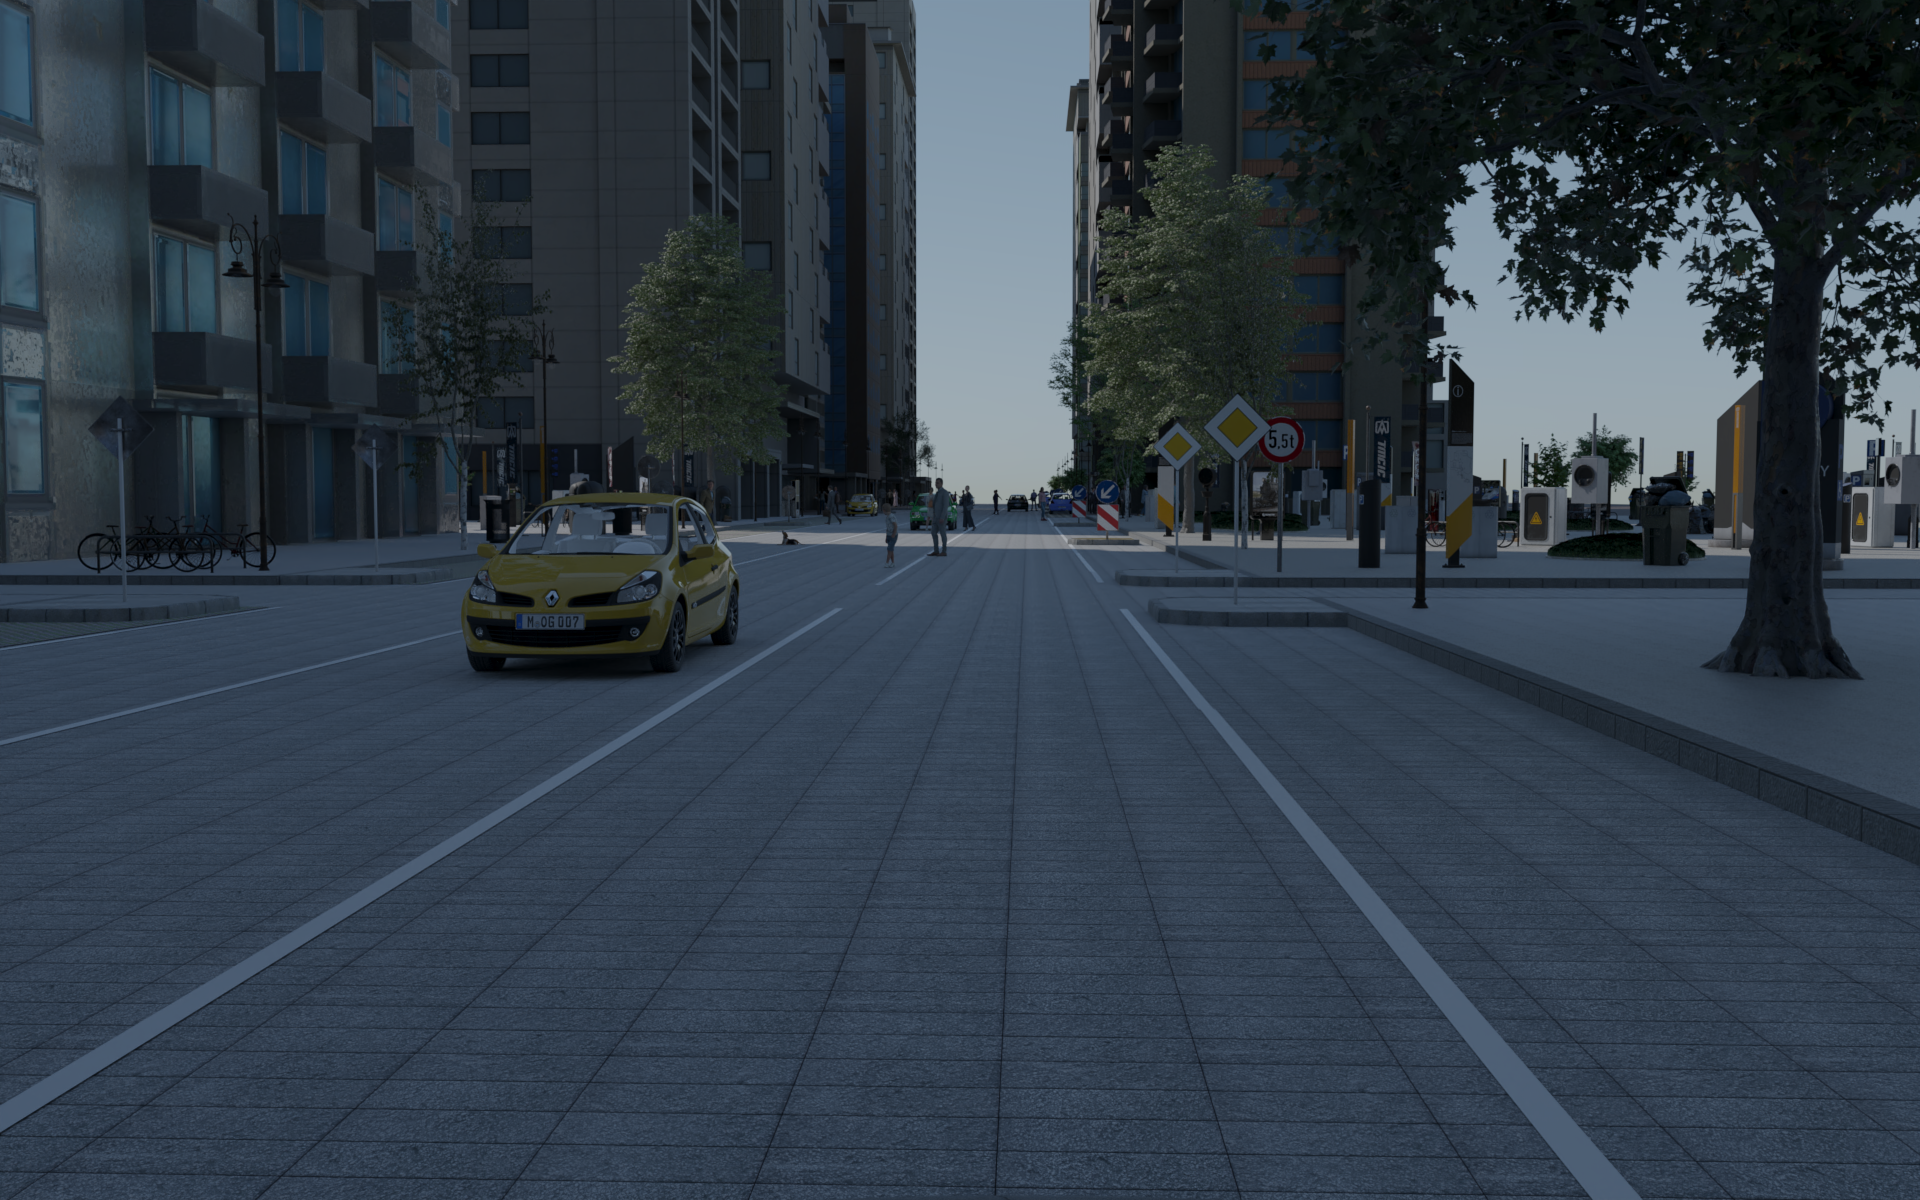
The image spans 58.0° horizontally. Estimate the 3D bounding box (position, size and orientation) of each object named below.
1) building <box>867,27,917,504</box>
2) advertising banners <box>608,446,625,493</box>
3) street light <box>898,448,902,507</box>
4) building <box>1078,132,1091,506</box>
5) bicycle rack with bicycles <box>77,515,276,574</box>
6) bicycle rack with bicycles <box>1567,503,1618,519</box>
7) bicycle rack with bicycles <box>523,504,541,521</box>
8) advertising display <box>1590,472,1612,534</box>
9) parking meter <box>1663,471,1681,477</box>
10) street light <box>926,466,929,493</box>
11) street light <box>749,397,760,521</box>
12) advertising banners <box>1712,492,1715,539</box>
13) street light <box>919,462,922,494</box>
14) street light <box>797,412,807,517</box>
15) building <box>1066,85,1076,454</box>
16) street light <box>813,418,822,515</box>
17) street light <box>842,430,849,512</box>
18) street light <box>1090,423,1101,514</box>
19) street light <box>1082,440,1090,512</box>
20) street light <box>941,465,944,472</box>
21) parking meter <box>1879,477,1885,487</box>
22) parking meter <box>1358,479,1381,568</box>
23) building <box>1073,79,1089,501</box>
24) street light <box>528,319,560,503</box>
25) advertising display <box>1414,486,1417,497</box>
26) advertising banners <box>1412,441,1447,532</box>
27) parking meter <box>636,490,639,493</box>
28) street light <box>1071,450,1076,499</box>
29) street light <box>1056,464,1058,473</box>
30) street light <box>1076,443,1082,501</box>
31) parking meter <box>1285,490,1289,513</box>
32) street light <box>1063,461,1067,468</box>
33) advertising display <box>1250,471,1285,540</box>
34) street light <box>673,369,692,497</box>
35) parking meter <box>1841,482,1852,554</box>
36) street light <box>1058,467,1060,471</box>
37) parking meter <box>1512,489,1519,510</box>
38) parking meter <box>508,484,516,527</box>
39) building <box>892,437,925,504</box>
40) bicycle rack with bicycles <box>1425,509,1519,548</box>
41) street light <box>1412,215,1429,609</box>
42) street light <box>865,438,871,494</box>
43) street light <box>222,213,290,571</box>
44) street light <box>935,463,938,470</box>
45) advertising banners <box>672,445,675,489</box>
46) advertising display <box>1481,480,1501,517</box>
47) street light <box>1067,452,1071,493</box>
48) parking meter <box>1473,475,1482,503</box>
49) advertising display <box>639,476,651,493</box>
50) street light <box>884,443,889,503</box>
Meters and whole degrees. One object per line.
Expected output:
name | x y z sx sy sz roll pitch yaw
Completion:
building | -20.096 -37.458 201.678 28.713 52.752 27.495 0 4 2
advertising banners | -12.549 -4.097 63.182 0.090 3.025 2.074 -2 4 -26
street light | -5.980 -12.321 174.228 0.468 5.910 1.993 0 4 2
building | 20.522 -31.478 198.262 14.154 41.232 14.086 0 4 2
bicycle rack with bicycles | -13.295 -0.956 29.016 2.925 0.926 2.852 0 4 -5
bicycle rack with bicycles | 23.428 -3.198 65.670 2.925 0.926 2.852 0 4 -6
bicycle rack with bicycles | -15.513 -3.272 66.881 2.852 0.926 2.925 0 4 5
advertising display | 18.812 -2.792 50.859 0.123 1.923 0.974 0 4 -8
parking meter | 18.238 -2.368 44.431 0.255 1.863 0.399 -3 4 -38
street light | -4.071 -15.305 223.015 0.468 5.910 1.993 0 4 2
street light | -9.582 -6.618 80.993 0.468 5.910 1.993 0 4 2
advertising banners | 21.642 -3.121 47.221 2.074 3.025 0.090 3 5 40
street light | -4.726 -14.241 205.629 0.468 5.910 1.993 0 4 2
street light | -8.939 -7.656 97.970 0.468 5.910 1.993 0 4 2
building | 27.931 -38.501 218.723 28.713 52.752 27.495 0 4 2
street light | -8.632 -8.107 105.335 0.468 5.910 1.993 0 4 2
street light | -8.067 -9.153 122.437 0.468 5.910 1.993 0 4 2
street light | 8.709 -8.390 109.957 0.468 5.910 1.993 0 4 2
street light | 9.457 -9.446 127.222 0.468 5.910 1.993 0 4 2
street light | -2.669 -17.497 258.861 0.468 5.910 1.993 0 4 2
parking meter | 27.962 -2.851 52.325 0.255 1.863 0.399 -3 4 -38
parking meter | 7.126 -1.327 30.115 0.372 1.533 0.369 0 3 0
building | 26.731 -43.099 246.667 21.231 58.520 28.212 0 4 2
street light | -11.018 -4.479 46.017 0.468 5.910 1.993 0 4 2
advertising display | 22.097 -4.818 83.994 0.123 1.923 0.974 1 4 17
advertising banners | 15.781 -3.756 57.600 2.074 3.025 0.090 -2 4 -28
parking meter | -15.549 -4.552 82.838 0.372 1.533 0.369 0 3 0
street light | 10.880 -11.546 161.564 0.468 5.910 1.993 0 4 2
street light | 13.929 -16.585 243.951 0.468 5.910 1.993 0 4 2
street light | 10.160 -10.508 144.590 0.468 5.910 1.993 0 4 2
parking meter | 18.707 -5.571 99.496 0.372 1.533 0.369 0 3 0
street light | 11.932 -13.422 192.239 0.468 5.910 1.993 0 4 2
advertising display | 8.505 -2.612 47.919 0.974 1.923 0.123 -1 4 -11
street light | -10.254 -5.580 64.017 0.468 5.910 1.993 0 4 2
parking meter | 18.937 -1.761 37.198 0.372 1.533 0.369 0 3 0
street light | 13.424 -15.516 226.480 0.468 5.910 1.993 0 4 2
parking meter | 30.486 -5.298 95.028 0.372 1.533 0.369 0 3 0
parking meter | -17.414 -3.771 67.360 0.255 1.863 0.399 -1 4 -19
building | -20.990 -32.779 227.811 32.217 40.220 23.993 0 4 2
bicycle rack with bicycles | 12.378 -1.765 42.245 2.852 0.926 2.925 -2 4 -34
street light | 5.176 -2.845 19.301 0.468 5.910 1.993 0 4 2
street light | -7.383 -10.191 139.412 0.468 5.910 1.993 0 4 2
street light | -11.650 -3.427 28.818 0.468 5.910 1.993 0 4 2
street light | -3.326 -16.412 241.120 0.468 5.910 1.993 0 4 2
advertising banners | -10.169 -3.988 61.392 0.090 3.025 2.074 0 4 -8
advertising display | 24.182 -4.513 78.995 0.123 1.923 0.974 -3 5 -43
street light | 11.524 -12.584 178.541 0.468 5.910 1.993 0 4 2
parking meter | 15.290 -2.801 51.512 0.399 1.863 0.255 -1 4 -21
advertising display | -10.896 -3.349 59.971 0.123 1.923 0.974 -2 4 -29
street light | -6.647 -11.242 156.598 0.468 5.910 1.993 0 4 2
